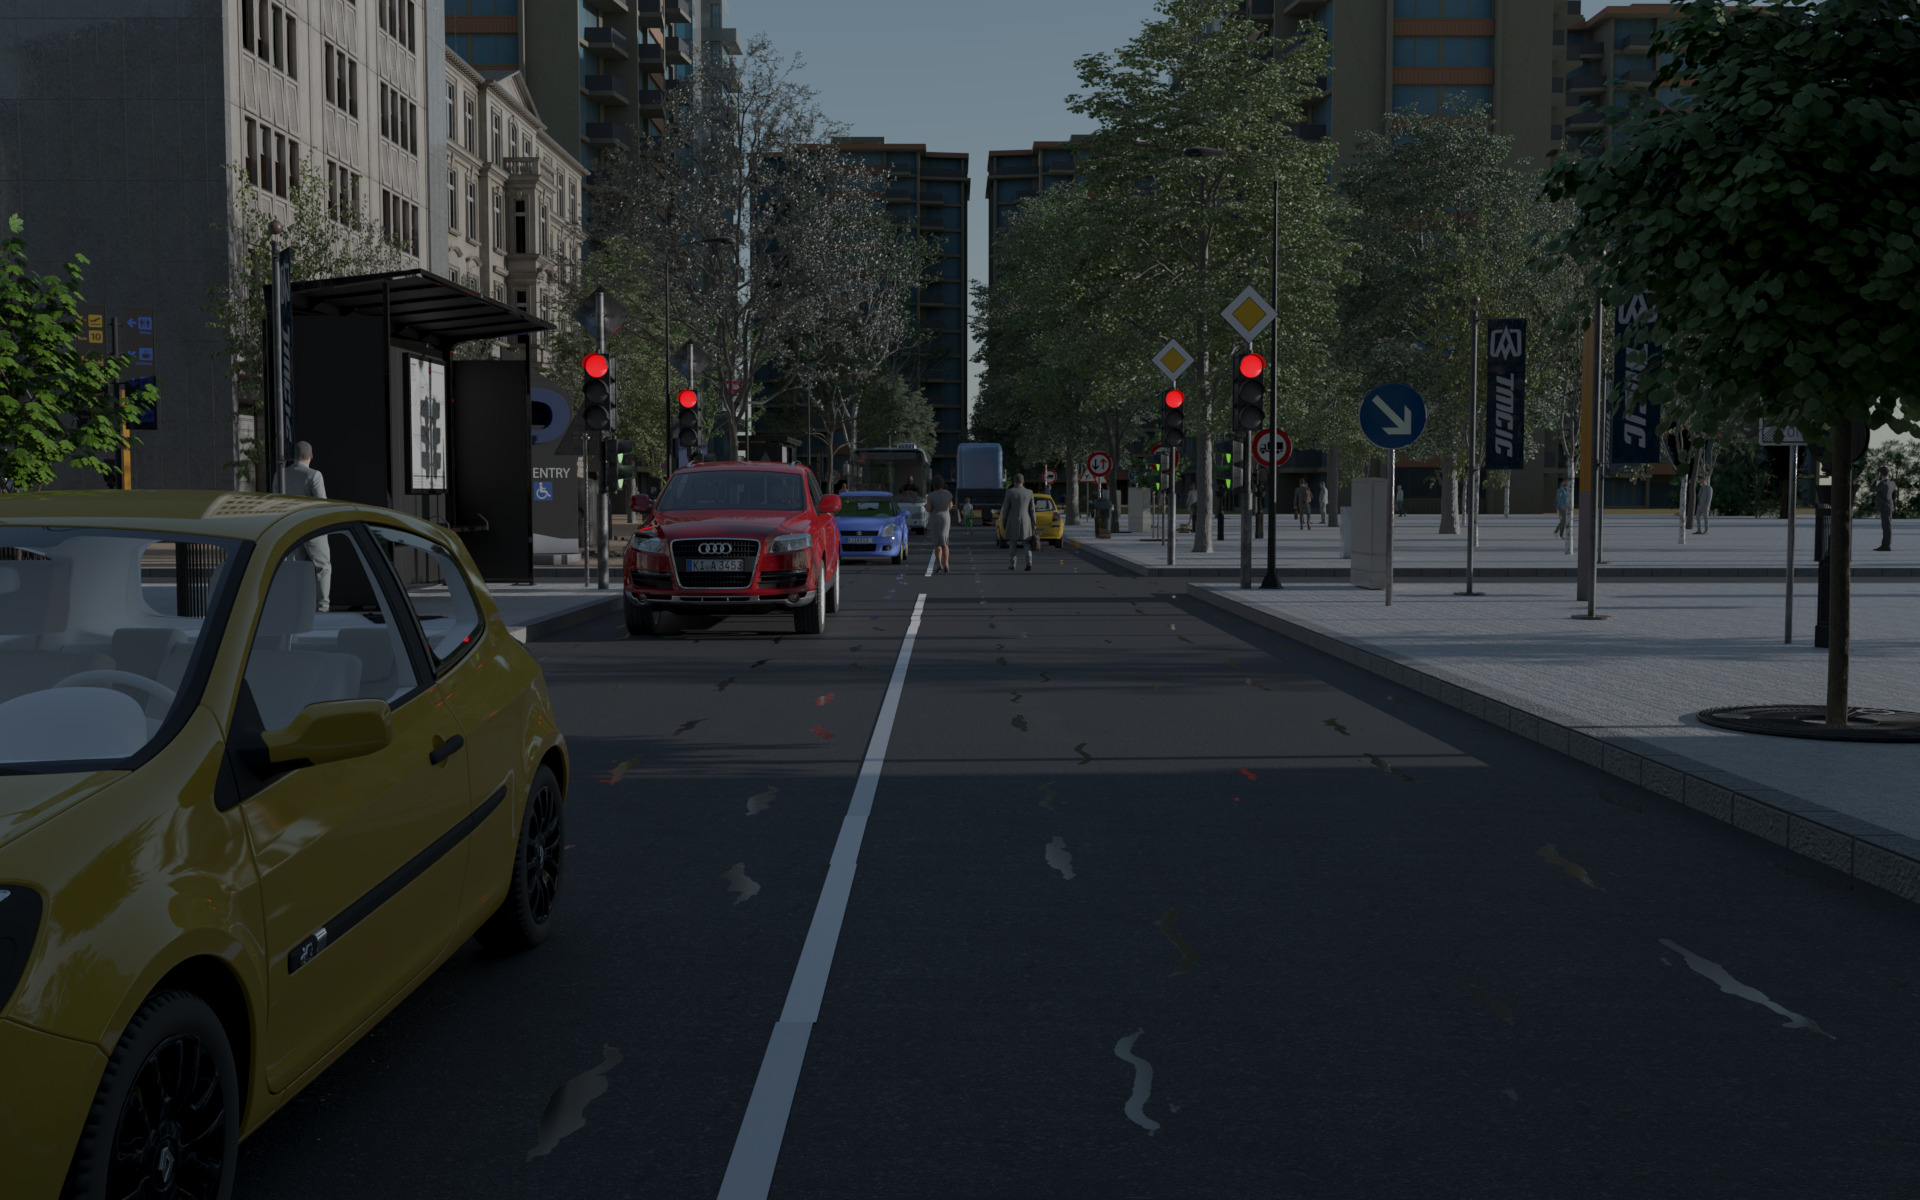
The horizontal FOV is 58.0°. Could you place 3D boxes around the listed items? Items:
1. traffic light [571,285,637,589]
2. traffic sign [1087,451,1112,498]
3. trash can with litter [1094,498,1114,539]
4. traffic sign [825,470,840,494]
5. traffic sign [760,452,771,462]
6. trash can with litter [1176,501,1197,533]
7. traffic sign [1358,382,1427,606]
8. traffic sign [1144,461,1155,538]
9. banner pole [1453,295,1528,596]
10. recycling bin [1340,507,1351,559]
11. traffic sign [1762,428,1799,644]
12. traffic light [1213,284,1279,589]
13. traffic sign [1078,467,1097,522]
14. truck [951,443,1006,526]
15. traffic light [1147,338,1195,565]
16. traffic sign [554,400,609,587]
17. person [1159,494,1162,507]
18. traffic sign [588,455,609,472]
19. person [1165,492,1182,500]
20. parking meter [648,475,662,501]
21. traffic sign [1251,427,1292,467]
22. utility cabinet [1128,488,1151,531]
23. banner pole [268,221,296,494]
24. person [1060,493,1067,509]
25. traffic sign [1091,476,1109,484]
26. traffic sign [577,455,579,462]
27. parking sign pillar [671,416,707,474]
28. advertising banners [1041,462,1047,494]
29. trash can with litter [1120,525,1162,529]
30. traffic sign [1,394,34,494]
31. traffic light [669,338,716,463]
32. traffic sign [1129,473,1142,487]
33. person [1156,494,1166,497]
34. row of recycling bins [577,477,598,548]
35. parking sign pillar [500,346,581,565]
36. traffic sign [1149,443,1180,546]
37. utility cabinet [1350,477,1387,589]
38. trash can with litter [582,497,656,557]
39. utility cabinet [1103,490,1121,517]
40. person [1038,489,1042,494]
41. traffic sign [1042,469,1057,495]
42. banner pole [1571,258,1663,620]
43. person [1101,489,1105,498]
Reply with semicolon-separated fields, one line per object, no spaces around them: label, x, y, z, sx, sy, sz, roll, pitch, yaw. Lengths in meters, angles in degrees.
traffic light;-4.806;-2.103;23.305;0.839;4.253;0.868;0;4;0
traffic sign;4.154;-3.152;51.639;0.768;2.556;0.104;0;4;7
trash can with litter;4.197;-2.354;49.879;0.624;1.170;1.055;0;4;-4
traffic sign;-6.651;-5.517;90.308;0.768;2.556;0.104;0;4;1
traffic sign;-6.070;-3.303;54.005;0.884;2.594;0.081;0;4;6
trash can with litter;7.656;-2.789;56.981;1.055;1.170;0.624;-1;4;-15
traffic sign;4.921;-1.204;19.790;0.768;2.556;0.104;0;4;4
traffic sign;5.635;-2.953;50.418;0.606;2.300;0.079;0;4;7
banner pole;6.691;-1.945;21.818;0.863;3.779;0.401;1;4;20
recycling bin;7.969;-1.342;34.494;0.722;1.027;0.722;0;4;6
traffic sign;7.109;-0.775;14.800;0.606;2.300;0.079;0;4;2
traffic light;3.855;-2.106;23.361;0.839;4.253;0.868;0;4;0
traffic sign;5.822;-4.838;79.105;0.884;2.594;0.081;0;4;1
truck;1.103;-5.886;86.002;2.967;4.110;18.799;0;4;-1
traffic light;3.819;-2.595;31.346;0.839;4.253;0.868;0;4;0
traffic sign;-5.152;-1.459;23.852;0.884;2.594;0.081;0;4;4
person;19.874;-10.018;170.501;0.621;1.740;0.551;-1;4;-19
traffic sign;-8.434;-2.515;41.122;0.884;2.594;0.081;0;4;0
person;13.903;-6.522;113.508;1.217;1.723;0.721;1;4;8
parking meter;-9.530;-2.965;54.183;0.399;1.863;0.255;0;4;7
traffic sign;5.942;-2.017;33.092;0.768;2.556;0.104;0;4;7
utility cabinet;6.129;-3.083;59.089;0.318;1.500;1.173;-1;4;-19
banner pole;-6.147;-1.575;15.769;0.401;3.779;0.863;-2;4;-32
person;9.068;-8.638;150.508;0.697;1.427;0.421;0;4;4
traffic sign;7.186;-5.442;88.973;0.884;2.594;0.081;0;4;1
traffic sign;-9.282;-2.467;40.442;0.768;2.556;0.104;0;4;7
parking sign pillar;-9.306;-4.372;59.949;1.447;3.967;1.447;-2;4;-34
advertising banners;4.270;-5.591;87.594;0.090;3.025;2.074;1;4;10
trash can with litter;6.936;-3.304;65.071;1.678;1.210;2.233;-1;4;-15
traffic sign;-8.711;-0.966;15.796;0.884;2.594;0.081;0;4;0
traffic light;-4.842;-2.591;31.290;0.839;4.253;0.868;0;4;0
traffic sign;8.475;-5.084;83.226;0.768;2.556;0.104;0;3;0
person;20.609;-10.400;176.799;1.217;1.736;0.721;1;4;15
row of recycling bins;-9.423;-2.196;43.016;1.069;1.692;3.534;0;4;-8
parking sign pillar;-7.730;-2.652;31.832;1.447;3.967;1.447;-2;4;-28
traffic sign;5.055;-2.622;42.970;0.768;2.556;0.104;1;4;10
utility cabinet;5.623;-0.913;23.613;0.318;1.500;1.173;0;4;0
trash can with litter;-7.288;-1.519;35.894;1.678;1.210;2.233;-1;4;-19
utility cabinet;8.434;-5.348;96.120;1.173;1.500;0.318;-3;5;-43
person;6.993;-8.734;149.623;1.217;1.735;0.721;0;4;4
traffic sign;4.598;-5.443;89.097;0.768;2.556;0.104;0;4;0
banner pole;6.689;-1.686;17.580;0.863;3.779;0.401;2;4;33
person;12.654;-8.857;151.589;0.721;1.736;1.217;2;4;24
